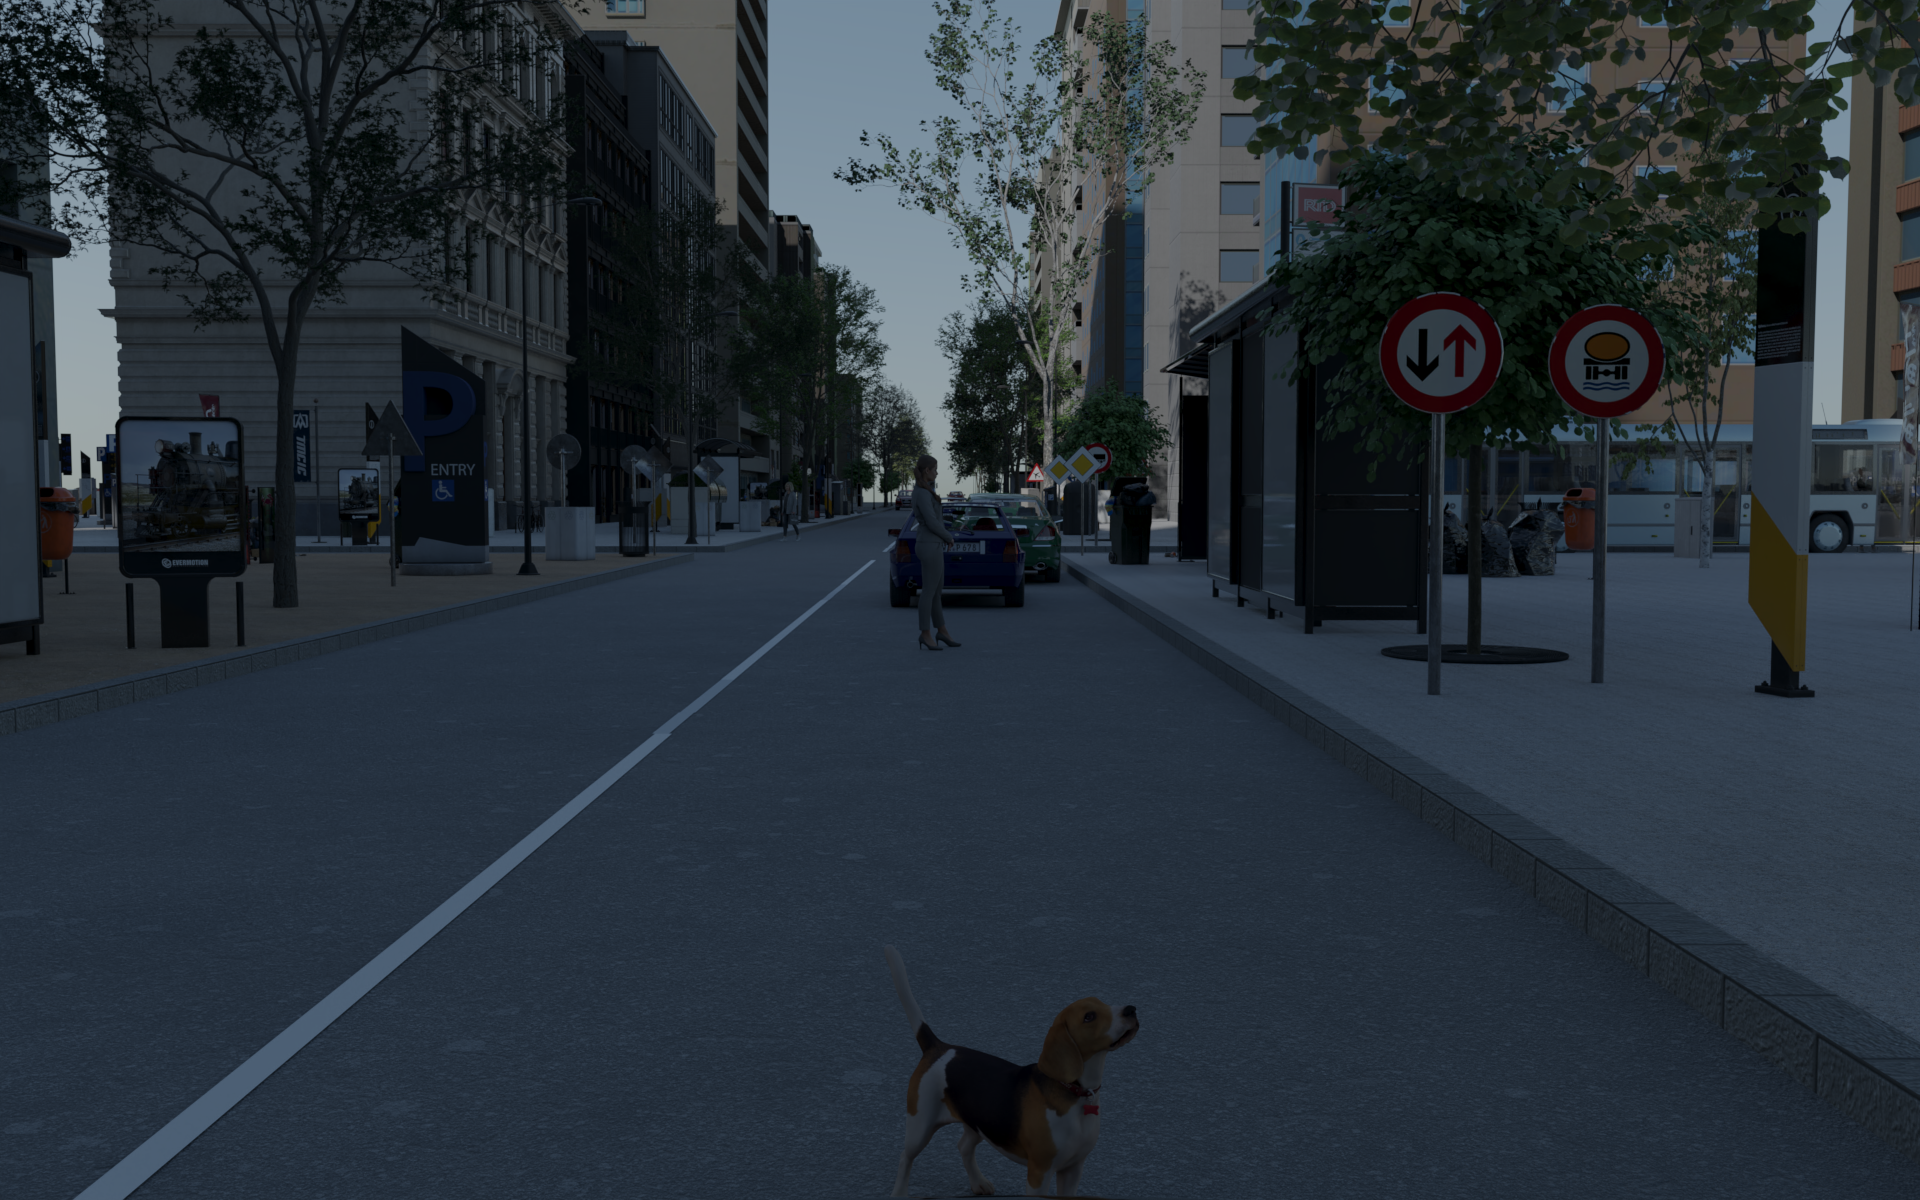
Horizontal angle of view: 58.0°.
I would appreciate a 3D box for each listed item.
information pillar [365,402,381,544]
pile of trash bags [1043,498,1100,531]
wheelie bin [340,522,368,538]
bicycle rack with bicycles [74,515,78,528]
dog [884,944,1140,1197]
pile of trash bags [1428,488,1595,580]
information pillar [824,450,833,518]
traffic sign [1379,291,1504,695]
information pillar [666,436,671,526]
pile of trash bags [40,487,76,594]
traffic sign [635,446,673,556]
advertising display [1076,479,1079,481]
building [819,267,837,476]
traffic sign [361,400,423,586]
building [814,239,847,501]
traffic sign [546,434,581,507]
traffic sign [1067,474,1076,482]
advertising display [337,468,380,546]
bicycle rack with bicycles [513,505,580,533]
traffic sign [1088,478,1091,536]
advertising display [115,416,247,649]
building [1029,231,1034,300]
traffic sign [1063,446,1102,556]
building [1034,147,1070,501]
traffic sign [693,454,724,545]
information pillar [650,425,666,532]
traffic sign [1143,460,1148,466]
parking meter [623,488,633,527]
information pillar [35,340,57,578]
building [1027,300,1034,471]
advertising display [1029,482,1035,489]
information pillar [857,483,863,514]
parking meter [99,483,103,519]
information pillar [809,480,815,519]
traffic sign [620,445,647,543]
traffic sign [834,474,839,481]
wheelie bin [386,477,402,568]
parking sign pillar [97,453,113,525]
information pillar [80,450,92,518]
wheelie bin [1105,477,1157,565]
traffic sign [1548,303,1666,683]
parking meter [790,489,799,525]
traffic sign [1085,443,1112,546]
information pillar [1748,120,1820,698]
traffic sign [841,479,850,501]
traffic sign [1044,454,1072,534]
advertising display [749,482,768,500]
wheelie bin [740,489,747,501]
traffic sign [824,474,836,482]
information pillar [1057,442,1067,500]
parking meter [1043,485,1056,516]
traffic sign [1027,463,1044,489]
[{"bbox_3d":[-15.037,-3.243,44.370,0.183,3.616,0.504,1,4,14],"label":"information pillar"},{"bbox_3d":[4.465,-3.107,60.550,3.447,1.369,1.912,0,4,4],"label":"pile of trash bags"},{"bbox_3d":[-17.883,-2.640,51.077,0.980,1.594,0.693,0,4,3],"label":"wheelie bin"},{"bbox_3d":[-32.968,-2.896,60.736,2.925,0.926,2.852,0,4,3],"label":"bicycle rack with bicycles"},{"bbox_3d":[0.083,0.974,3.364,0.540,0.507,0.406,1,4,8],"label":"dog"},{"bbox_3d":[8.723,-1.062,27.122,1.912,1.369,3.447,-2,4,-24],"label":"pile of trash bags"},{"bbox_3d":[-6.966,-6.128,91.549,0.183,3.616,0.504,2,4,35],"label":"information pillar"},{"bbox_3d":[3.033,-0.667,11.004,0.768,2.556,0.104,0,4,6],"label":"traffic sign"},{"bbox_3d":[-11.861,-4.815,70.080,0.183,3.616,0.504,2,4,25],"label":"information pillar"},{"bbox_3d":[-12.877,-0.757,22.128,3.447,1.369,1.912,0,4,8],"label":"pile of trash bags"},{"bbox_3d":[-6.354,-1.978,35.984,0.795,2.450,0.064,0,4,0],"label":"traffic sign"},{"bbox_3d":[5.108,-4.214,74.107,0.123,1.923,0.974,1,4,15],"label":"advertising display"},{"bbox_3d":[-22.943,-27.264,217.470,14.160,30.474,14.107,0,4,0],"label":"building"},{"bbox_3d":[-7.874,-1.467,23.995,0.884,2.594,0.081,0,4,7],"label":"traffic sign"},{"bbox_3d":[-31.972,-33.289,236.158,32.217,40.220,23.993,0,4,0],"label":"building"},{"bbox_3d":[-8.372,-2.229,36.556,0.768,2.556,0.104,1,4,9],"label":"traffic sign"},{"bbox_3d":[5.189,-4.788,78.397,0.768,2.556,0.104,0,4,7],"label":"traffic sign"},{"bbox_3d":[-14.958,-2.317,43.094,0.974,1.923,0.123,-1,4,-23],"label":"advertising display"},{"bbox_3d":[-13.690,-2.684,57.264,2.852,0.926,2.925,1,4,10],"label":"bicycle rack with bicycles"},{"bbox_3d":[3.992,-3.247,53.190,0.768,2.556,0.104,1,4,9],"label":"traffic sign"},{"bbox_3d":[-6.473,-0.564,14.429,0.974,1.923,0.123,-1,4,-15],"label":"advertising display"},{"bbox_3d":[17.627,-35.902,270.591,14.154,41.232,14.086,0,4,0],"label":"building"},{"bbox_3d":[2.540,-1.979,35.992,0.795,2.450,0.064,0,4,0],"label":"traffic sign"},{"bbox_3d":[21.307,-37.561,237.826,21.300,48.544,21.600,0,4,0],"label":"building"},{"bbox_3d":[-6.379,-2.466,43.969,0.795,2.450,0.064,0,4,0],"label":"traffic sign"},{"bbox_3d":[-10.238,-4.095,58.300,0.504,3.616,0.183,3,5,43],"label":"information pillar"},{"bbox_3d":[5.164,-3.079,50.345,0.884,2.594,0.081,0,4,2],"label":"traffic sign"},{"bbox_3d":[-12.924,-3.609,67.411,0.372,1.533,0.369,0,3,0],"label":"parking meter"},{"bbox_3d":[-14.187,-2.153,26.555,0.504,3.616,0.183,1,4,15],"label":"information pillar"},{"bbox_3d":[16.901,-29.647,256.434,14.160,30.474,14.107,0,4,0],"label":"building"},{"bbox_3d":[3.948,-5.486,94.904,0.123,1.923,0.974,0,4,-8],"label":"advertising display"},{"bbox_3d":[-6.583,-6.685,113.785,0.304,2.012,0.304,1,4,11],"label":"information pillar"},{"bbox_3d":[-44.284,-5.128,89.550,0.255,1.863,0.399,0,4,2],"label":"parking meter"},{"bbox_3d":[-7.529,-5.101,87.896,0.304,2.012,0.304,0,4,-6],"label":"information pillar"},{"bbox_3d":[-8.480,-2.751,45.092,0.768,2.556,0.104,1,4,9],"label":"traffic sign"},{"bbox_3d":[-7.898,-6.682,109.260,0.884,2.594,0.081,0,4,5],"label":"traffic sign"},{"bbox_3d":[-9.444,-1.353,30.028,0.693,1.594,0.980,1,4,22],"label":"wheelie bin"},{"bbox_3d":[-35.417,-5.142,72.543,1.447,3.967,1.447,0,4,-2],"label":"parking sign pillar"},{"bbox_3d":[-46.600,-6.177,92.345,0.504,3.616,0.183,-1,4,-19],"label":"information pillar"},{"bbox_3d":[3.145,-1.448,31.575,0.980,1.594,0.693,-1,4,-20],"label":"wheelie bin"},{"bbox_3d":[4.332,-0.709,11.693,0.768,2.556,0.104,0,4,5],"label":"traffic sign"},{"bbox_3d":[-6.973,-3.935,72.754,0.372,1.533,0.369,0,3,0],"label":"parking meter"},{"bbox_3d":[3.382,-2.618,42.913,0.768,2.556,0.104,0,4,4],"label":"traffic sign"},{"bbox_3d":[5.255,-1.204,11.046,0.183,3.616,0.504,-1,4,-11],"label":"information pillar"},{"bbox_3d":[-7.581,-6.892,114.809,0.606,2.300,0.079,0,4,8],"label":"traffic sign"},{"bbox_3d":[2.515,-2.467,43.977,0.795,2.450,0.064,0,4,0],"label":"traffic sign"},{"bbox_3d":[-10.702,-5.315,92.116,0.974,1.923,0.123,-1,4,-14],"label":"advertising display"},{"bbox_3d":[-13.260,-5.917,104.648,0.980,1.594,0.693,1,4,15],"label":"wheelie bin"},{"bbox_3d":[-8.119,-6.612,108.218,0.768,2.556,0.104,0,4,8],"label":"traffic sign"},{"bbox_3d":[4.510,-5.259,77.340,0.504,3.616,0.183,2,4,29],"label":"information pillar"},{"bbox_3d":[2.640,-2.614,51.142,0.372,1.533,0.369,0,3,0],"label":"parking meter"},{"bbox_3d":[3.234,-4.469,73.069,0.884,2.594,0.081,0,4,2],"label":"traffic sign"}]
